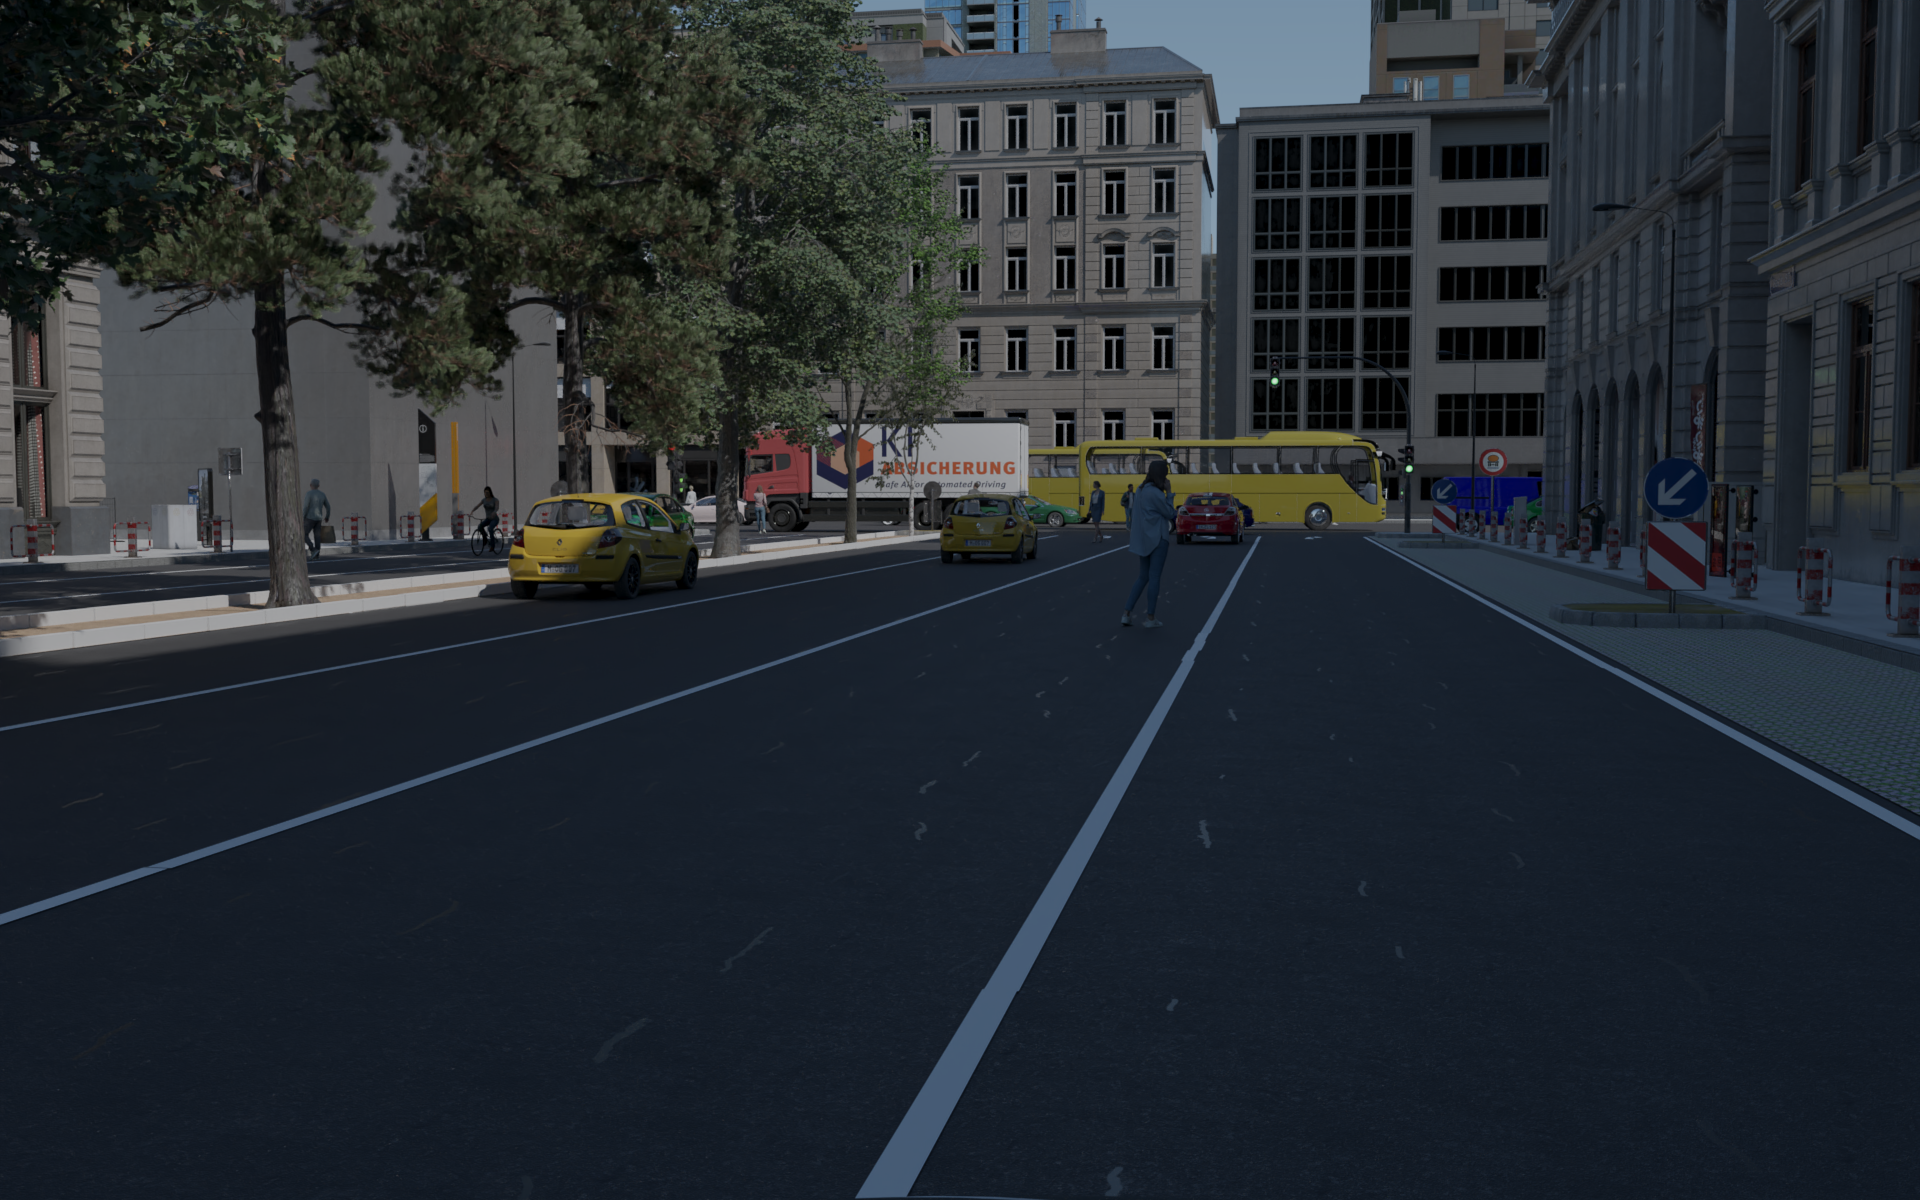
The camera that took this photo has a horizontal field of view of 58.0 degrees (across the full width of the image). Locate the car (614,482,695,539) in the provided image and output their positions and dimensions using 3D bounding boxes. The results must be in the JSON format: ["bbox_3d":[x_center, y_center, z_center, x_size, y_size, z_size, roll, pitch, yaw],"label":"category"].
[{"bbox_3d":[-7.493,-1.888,39.672,1.959,1.807,4.718,1,4,9],"label":"car"}]

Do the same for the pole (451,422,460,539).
[{"bbox_3d":[-14.306,-3.380,49.109,0.158,3.312,0.155,0,3,0],"label":"pole"}]

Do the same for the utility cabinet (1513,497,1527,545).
[{"bbox_3d":[14.206,-2.007,43.968,0.306,1.237,1.020,1,4,16],"label":"utility cabinet"}]

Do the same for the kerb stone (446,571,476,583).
[{"bbox_3d":[-8.167,-0.358,28.041,0.120,0.150,1.000,1,4,11],"label":"kerb stone"}]

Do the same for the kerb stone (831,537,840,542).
[{"bbox_3d":[-3.822,-1.779,51.281,0.120,0.150,1.000,1,4,11],"label":"kerb stone"}]

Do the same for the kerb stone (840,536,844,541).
[{"bbox_3d":[-3.633,-1.834,52.290,0.120,0.150,1.000,1,4,11],"label":"kerb stone"}]

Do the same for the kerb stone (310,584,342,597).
[{"bbox_3d":[-8.916,-0.110,24.000,0.120,0.150,1.000,1,4,11],"label":"kerb stone"}]

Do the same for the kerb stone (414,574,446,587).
[{"bbox_3d":[-8.359,-0.296,27.033,0.120,0.150,1.000,1,4,11],"label":"kerb stone"}]

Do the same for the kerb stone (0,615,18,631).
[{"bbox_3d":[-10.058,0.260,17.941,0.120,0.150,1.000,1,4,11],"label":"kerb stone"}]

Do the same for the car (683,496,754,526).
[{"bbox_3d":[-11.255,-4.091,79.251,4.827,1.381,2.083,1,4,11],"label":"car"}]

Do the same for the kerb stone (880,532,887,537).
[{"bbox_3d":[-2.686,-2.149,57.332,0.120,0.150,1.000,1,4,11],"label":"kerb stone"}]

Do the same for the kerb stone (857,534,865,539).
[{"bbox_3d":[-3.250,-1.964,54.306,0.120,0.150,1.000,1,4,11],"label":"kerb stone"}]

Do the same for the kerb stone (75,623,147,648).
[{"bbox_3d":[-8.178,0.345,16.557,0.120,0.150,1.000,1,4,11],"label":"kerb stone"}]

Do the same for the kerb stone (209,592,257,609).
[{"bbox_3d":[-9.300,0.013,21.983,0.120,0.150,1.000,1,4,11],"label":"kerb stone"}]

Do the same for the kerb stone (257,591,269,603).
[{"bbox_3d":[-9.114,-0.048,22.993,0.120,0.150,1.000,1,4,11],"label":"kerb stone"}]

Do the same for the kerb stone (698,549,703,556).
[{"bbox_3d":[-6.089,-1.031,39.148,0.120,0.150,1.000,1,4,11],"label":"kerb stone"}]

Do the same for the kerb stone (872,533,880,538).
[{"bbox_3d":[-2.870,-2.087,56.322,0.120,0.150,1.000,1,4,11],"label":"kerb stone"}]

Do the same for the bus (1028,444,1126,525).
[{"bbox_3d":[4.560,-5.593,83.000,12.252,3.916,2.896,1,4,10],"label":"bus"}]

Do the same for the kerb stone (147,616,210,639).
[{"bbox_3d":[-7.998,0.286,17.568,0.120,0.150,1.000,1,4,11],"label":"kerb stone"}]

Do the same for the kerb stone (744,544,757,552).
[{"bbox_3d":[-5.333,-1.284,43.191,0.120,0.150,1.000,1,4,11],"label":"kerb stone"}]

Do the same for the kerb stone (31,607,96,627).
[{"bbox_3d":[-9.870,0.202,18.950,0.120,0.150,1.000,1,4,11],"label":"kerb stone"}]

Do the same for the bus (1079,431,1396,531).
[{"bbox_3d":[10.933,-4.738,69.018,12.252,3.916,2.896,1,4,9],"label":"bus"}]

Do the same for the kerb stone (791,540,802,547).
[{"bbox_3d":[-4.572,-1.530,47.239,0.120,0.150,1.000,1,4,11],"label":"kerb stone"}]

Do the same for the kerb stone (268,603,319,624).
[{"bbox_3d":[-7.610,0.160,19.583,0.120,0.150,1.000,1,4,11],"label":"kerb stone"}]

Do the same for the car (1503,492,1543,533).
[{"bbox_3d":[20.833,-3.039,58.483,4.718,1.807,1.959,1,4,12],"label":"car"}]

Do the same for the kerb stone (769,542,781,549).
[{"bbox_3d":[-4.952,-1.407,45.212,0.120,0.150,1.000,1,4,11],"label":"kerb stone"}]

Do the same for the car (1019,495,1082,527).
[{"bbox_3d":[2.871,-3.915,75.801,4.920,1.459,2.131,1,4,12],"label":"car"}]

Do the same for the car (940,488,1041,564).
[{"bbox_3d":[0.673,-1.650,37.195,2.015,1.641,3.980,1,4,9],"label":"car"}]

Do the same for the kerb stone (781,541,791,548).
[{"bbox_3d":[-4.765,-1.469,46.221,0.120,0.150,1.000,1,4,11],"label":"kerb stone"}]

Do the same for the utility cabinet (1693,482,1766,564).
[{"bbox_3d":[13.996,-1.397,31.512,1.173,1.500,0.318,1,4,9],"label":"utility cabinet"}]

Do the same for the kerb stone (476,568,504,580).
[{"bbox_3d":[-7.977,-0.419,29.049,0.120,0.150,1.000,1,4,11],"label":"kerb stone"}]

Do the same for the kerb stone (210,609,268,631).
[{"bbox_3d":[-7.798,0.226,18.574,0.120,0.150,1.000,1,4,11],"label":"kerb stone"}]

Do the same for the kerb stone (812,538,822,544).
[{"bbox_3d":[-4.193,-1.654,49.263,0.120,0.150,1.000,1,4,11],"label":"kerb stone"}]

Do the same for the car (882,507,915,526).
[{"bbox_3d":[-1.714,-4.288,79.141,4.494,1.783,2.155,1,4,9],"label":"car"}]

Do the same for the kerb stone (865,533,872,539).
[{"bbox_3d":[-3.065,-2.025,55.315,0.120,0.150,1.000,1,4,11],"label":"kerb stone"}]

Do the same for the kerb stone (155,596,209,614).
[{"bbox_3d":[-9.486,0.075,20.973,0.120,0.150,1.000,1,4,11],"label":"kerb stone"}]

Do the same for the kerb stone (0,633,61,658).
[{"bbox_3d":[-8.368,0.407,15.549,0.120,0.150,1.000,1,4,11],"label":"kerb stone"}]

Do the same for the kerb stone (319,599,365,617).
[{"bbox_3d":[-7.422,0.098,20.591,0.120,0.150,1.000,1,4,11],"label":"kerb stone"}]

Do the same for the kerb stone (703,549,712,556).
[{"bbox_3d":[-5.895,-1.098,40.156,0.120,0.150,1.000,1,4,11],"label":"kerb stone"}]

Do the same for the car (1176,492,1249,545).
[{"bbox_3d":[7.370,-2.555,50.812,2.155,1.783,4.494,1,4,12],"label":"car"}]

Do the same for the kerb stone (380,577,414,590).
[{"bbox_3d":[-8.552,-0.234,26.020,0.120,0.150,1.000,1,4,11],"label":"kerb stone"}]

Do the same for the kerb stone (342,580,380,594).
[{"bbox_3d":[-8.731,-0.170,25.010,0.120,0.150,1.000,1,4,11],"label":"kerb stone"}]

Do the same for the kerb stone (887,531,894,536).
[{"bbox_3d":[-2.491,-2.211,58.339,0.120,0.150,1.000,1,4,11],"label":"kerb stone"}]

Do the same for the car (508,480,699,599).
[{"bbox_3d":[-5.050,-0.908,25.065,2.015,1.641,3.980,1,4,9],"label":"car"}]

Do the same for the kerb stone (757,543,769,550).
[{"bbox_3d":[-5.142,-1.346,44.199,0.120,0.150,1.000,1,4,11],"label":"kerb stone"}]

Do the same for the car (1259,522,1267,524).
[{"bbox_3d":[13.274,-4.508,83.925,3.980,1.641,2.015,1,4,9],"label":"car"}]

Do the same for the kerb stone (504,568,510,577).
[{"bbox_3d":[-7.794,-0.481,30.059,0.120,0.150,1.000,1,4,11],"label":"kerb stone"}]

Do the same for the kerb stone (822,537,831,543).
[{"bbox_3d":[-4.002,-1.717,50.271,0.120,0.150,1.000,1,4,11],"label":"kerb stone"}]

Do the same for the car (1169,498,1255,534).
[{"bbox_3d":[8.592,-3.023,62.010,3.894,1.354,1.945,1,4,10],"label":"car"}]

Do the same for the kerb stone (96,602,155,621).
[{"bbox_3d":[-9.680,0.137,19.959,0.120,0.150,1.000,1,4,11],"label":"kerb stone"}]

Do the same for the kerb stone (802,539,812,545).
[{"bbox_3d":[-4.381,-1.590,48.248,0.120,0.150,1.000,1,4,11],"label":"kerb stone"}]

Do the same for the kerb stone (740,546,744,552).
[{"bbox_3d":[-5.524,-1.222,42.179,0.120,0.150,1.000,1,4,11],"label":"kerb stone"}]
